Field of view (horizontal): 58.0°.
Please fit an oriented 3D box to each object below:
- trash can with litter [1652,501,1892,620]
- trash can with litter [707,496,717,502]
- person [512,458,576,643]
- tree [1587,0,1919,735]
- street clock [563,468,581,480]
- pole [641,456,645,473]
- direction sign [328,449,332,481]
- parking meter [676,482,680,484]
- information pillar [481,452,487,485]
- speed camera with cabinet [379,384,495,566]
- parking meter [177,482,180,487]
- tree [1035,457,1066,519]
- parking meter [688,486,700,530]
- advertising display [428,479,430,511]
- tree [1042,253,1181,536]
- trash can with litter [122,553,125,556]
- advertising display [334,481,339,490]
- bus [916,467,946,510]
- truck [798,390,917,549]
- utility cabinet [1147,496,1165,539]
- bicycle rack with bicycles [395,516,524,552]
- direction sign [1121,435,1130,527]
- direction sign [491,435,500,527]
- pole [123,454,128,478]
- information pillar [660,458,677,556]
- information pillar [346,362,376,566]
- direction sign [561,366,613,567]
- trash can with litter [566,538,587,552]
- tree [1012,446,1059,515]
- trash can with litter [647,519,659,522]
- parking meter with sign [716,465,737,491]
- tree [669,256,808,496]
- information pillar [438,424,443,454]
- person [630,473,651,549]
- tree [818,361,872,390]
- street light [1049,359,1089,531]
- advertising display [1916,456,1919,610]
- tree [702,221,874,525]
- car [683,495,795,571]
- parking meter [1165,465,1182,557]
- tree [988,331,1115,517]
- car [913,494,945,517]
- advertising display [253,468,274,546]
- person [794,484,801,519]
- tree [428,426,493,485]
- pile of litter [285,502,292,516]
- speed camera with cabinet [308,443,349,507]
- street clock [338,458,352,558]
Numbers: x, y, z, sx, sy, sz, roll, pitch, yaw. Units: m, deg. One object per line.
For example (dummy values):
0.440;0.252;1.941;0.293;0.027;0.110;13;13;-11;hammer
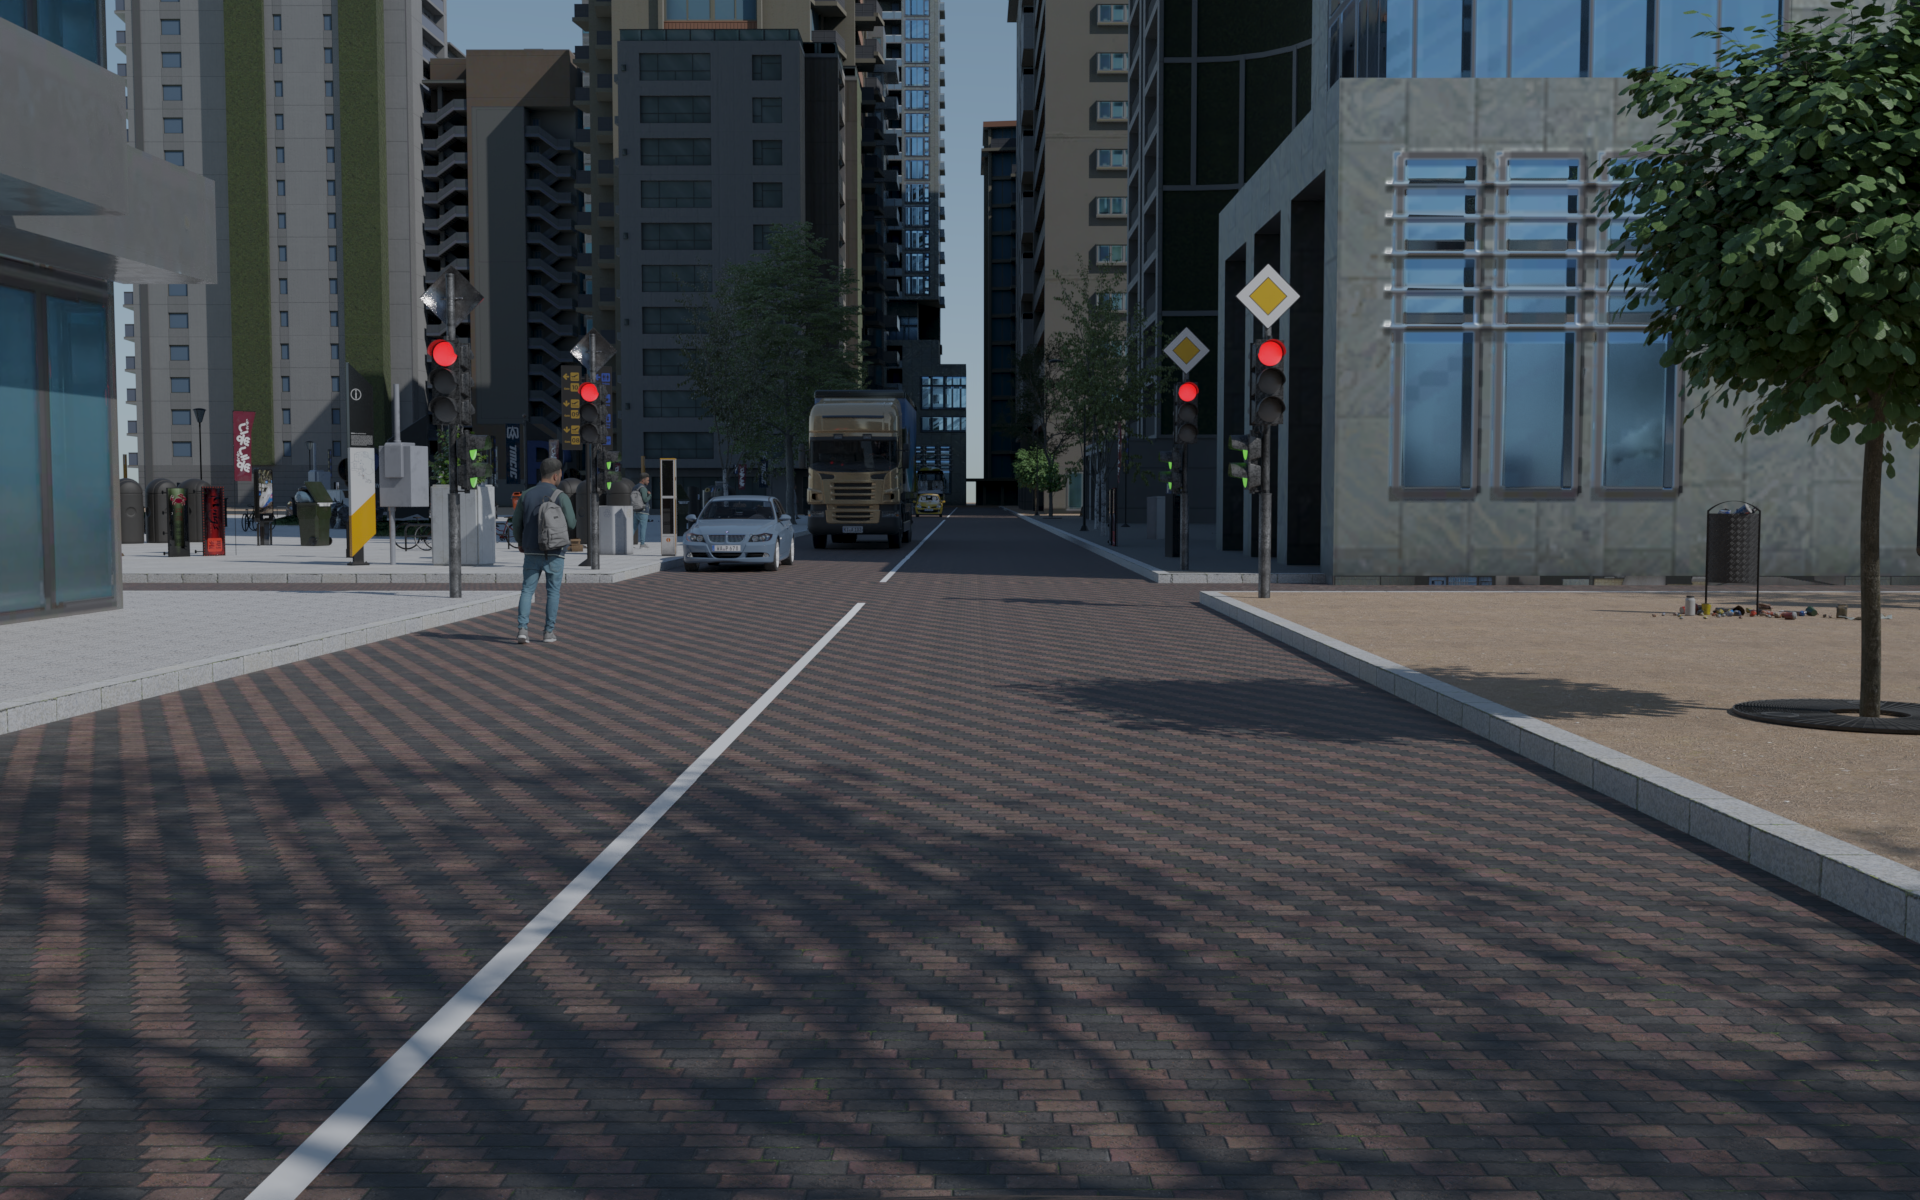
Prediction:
8.479;-0.428;18.061;2.233;1.210;1.678;2;4;27;trash can with litter
-8.807;-3.011;60.289;2.233;1.210;1.678;2;4;26;trash can with litter
-4.012;-0.482;16.722;0.623;1.781;0.721;-1;4;-9;person
5.284;-1.594;9.783;4.285;4.588;4.351;0;3;0;tree
-10.751;-2.660;48.064;0.471;2.002;0.358;-1;4;-8;street clock
-16.975;-6.055;92.845;0.158;3.312;0.155;0;3;0;pole
-31.677;-5.818;87.124;0.379;3.537;0.876;-2;4;-30;direction sign
-14.265;-4.964;86.866;0.399;1.863;0.255;1;4;13;parking meter
-26.690;-6.470;97.139;0.183;3.616;0.504;1;4;21;information pillar
-9.414;-2.254;31.181;2.038;3.252;0.660;1;4;17;speed camera with cabinet
-38.904;-4.947;86.599;0.399;1.863;0.255;0;4;4;parking meter
4.708;-5.877;90.694;1.663;3.219;1.824;0;3;0;tree
-8.545;-2.885;55.580;0.372;1.533;0.369;0;3;0;parking meter
-22.521;-4.113;72.460;0.123;1.923;0.974;1;4;19;advertising display
4.522;-6.264;52.776;4.737;8.622;4.395;0;3;0;tree
-16.922;-1.373;33.829;1.055;1.170;0.624;-1;4;-17;trash can with litter
-31.775;-5.082;88.306;0.123;1.923;0.974;-1;4;-10;advertising display
-2.793;-10.421;161.934;2.896;3.916;12.252;0;4;-1;bus
-2.663;-3.673;48.965;2.839;4.237;11.283;0;4;1;truck
5.617;-2.349;49.570;0.306;1.237;1.020;1;4;22;utility cabinet
-11.592;-1.605;39.625;2.925;0.926;2.852;0;4;5;bicycle rack with bicycles
6.449;-4.610;67.370;0.379;3.537;0.876;0;4;-7;direction sign
-18.112;-4.605;67.288;0.379;3.537;0.876;0;4;-5;direction sign
-42.623;-5.788;88.478;0.158;3.312;0.155;0;3;0;pole
-6.022;-1.915;35.800;0.304;2.012;0.304;0;4;-4;information pillar
-10.757;-2.429;31.076;0.183;3.616;0.504;3;5;41;information pillar
-6.604;-2.369;30.726;0.876;3.537;0.379;-1;4;-17;direction sign
-8.849;-1.651;38.379;1.055;1.170;0.624;-3;5;-39;trash can with litter
4.790;-7.630;108.459;4.285;4.588;4.351;0;3;0;tree
-14.715;-4.211;79.907;1.678;1.210;2.233;-1;4;-12;trash can with litter
-14.084;-6.500;102.533;1.738;3.016;0.543;1;4;10;parking meter with sign
-7.151;-6.318;53.659;4.360;8.622;3.978;0;3;0;tree
-13.954;-3.379;46.595;0.183;3.616;0.504;-1;4;-10;information pillar
-7.491;-2.094;40.626;0.623;1.781;0.721;2;4;35;person
-6.278;-9.149;99.951;4.737;8.622;4.395;0;3;0;tree
3.765;-5.338;59.822;1.470;5.913;1.316;0;4;0;street light
11.031;-0.861;19.298;0.974;1.923;0.123;-2;4;-27;advertising display
-7.266;-9.424;72.211;7.486;12.596;7.792;0;3;0;tree
-4.237;-1.325;33.664;2.014;1.417;4.499;0;4;0;car
4.364;-1.805;35.229;0.255;1.863;0.399;-1;4;-22;parking meter
5.378;-10.029;98.378;8.767;10.594;7.601;2;4;35;tree
-1.945;-6.038;108.946;2.015;1.641;3.980;0;4;-1;car
-17.385;-2.327;43.258;0.123;1.923;0.974;0;4;-1;advertising display
-8.447;-4.962;87.450;0.850;1.792;0.678;-1;4;-20;person
-12.877;-3.034;44.214;1.663;3.219;1.824;0;3;0;tree
-38.828;-5.339;101.255;1.176;0.858;1.719;0;4;8;pile of litter
-24.300;-4.436;66.859;2.038;3.252;0.660;2;4;35;speed camera with cabinet
-12.215;-1.848;34.781;0.471;2.002;0.358;1;4;18;street clock
